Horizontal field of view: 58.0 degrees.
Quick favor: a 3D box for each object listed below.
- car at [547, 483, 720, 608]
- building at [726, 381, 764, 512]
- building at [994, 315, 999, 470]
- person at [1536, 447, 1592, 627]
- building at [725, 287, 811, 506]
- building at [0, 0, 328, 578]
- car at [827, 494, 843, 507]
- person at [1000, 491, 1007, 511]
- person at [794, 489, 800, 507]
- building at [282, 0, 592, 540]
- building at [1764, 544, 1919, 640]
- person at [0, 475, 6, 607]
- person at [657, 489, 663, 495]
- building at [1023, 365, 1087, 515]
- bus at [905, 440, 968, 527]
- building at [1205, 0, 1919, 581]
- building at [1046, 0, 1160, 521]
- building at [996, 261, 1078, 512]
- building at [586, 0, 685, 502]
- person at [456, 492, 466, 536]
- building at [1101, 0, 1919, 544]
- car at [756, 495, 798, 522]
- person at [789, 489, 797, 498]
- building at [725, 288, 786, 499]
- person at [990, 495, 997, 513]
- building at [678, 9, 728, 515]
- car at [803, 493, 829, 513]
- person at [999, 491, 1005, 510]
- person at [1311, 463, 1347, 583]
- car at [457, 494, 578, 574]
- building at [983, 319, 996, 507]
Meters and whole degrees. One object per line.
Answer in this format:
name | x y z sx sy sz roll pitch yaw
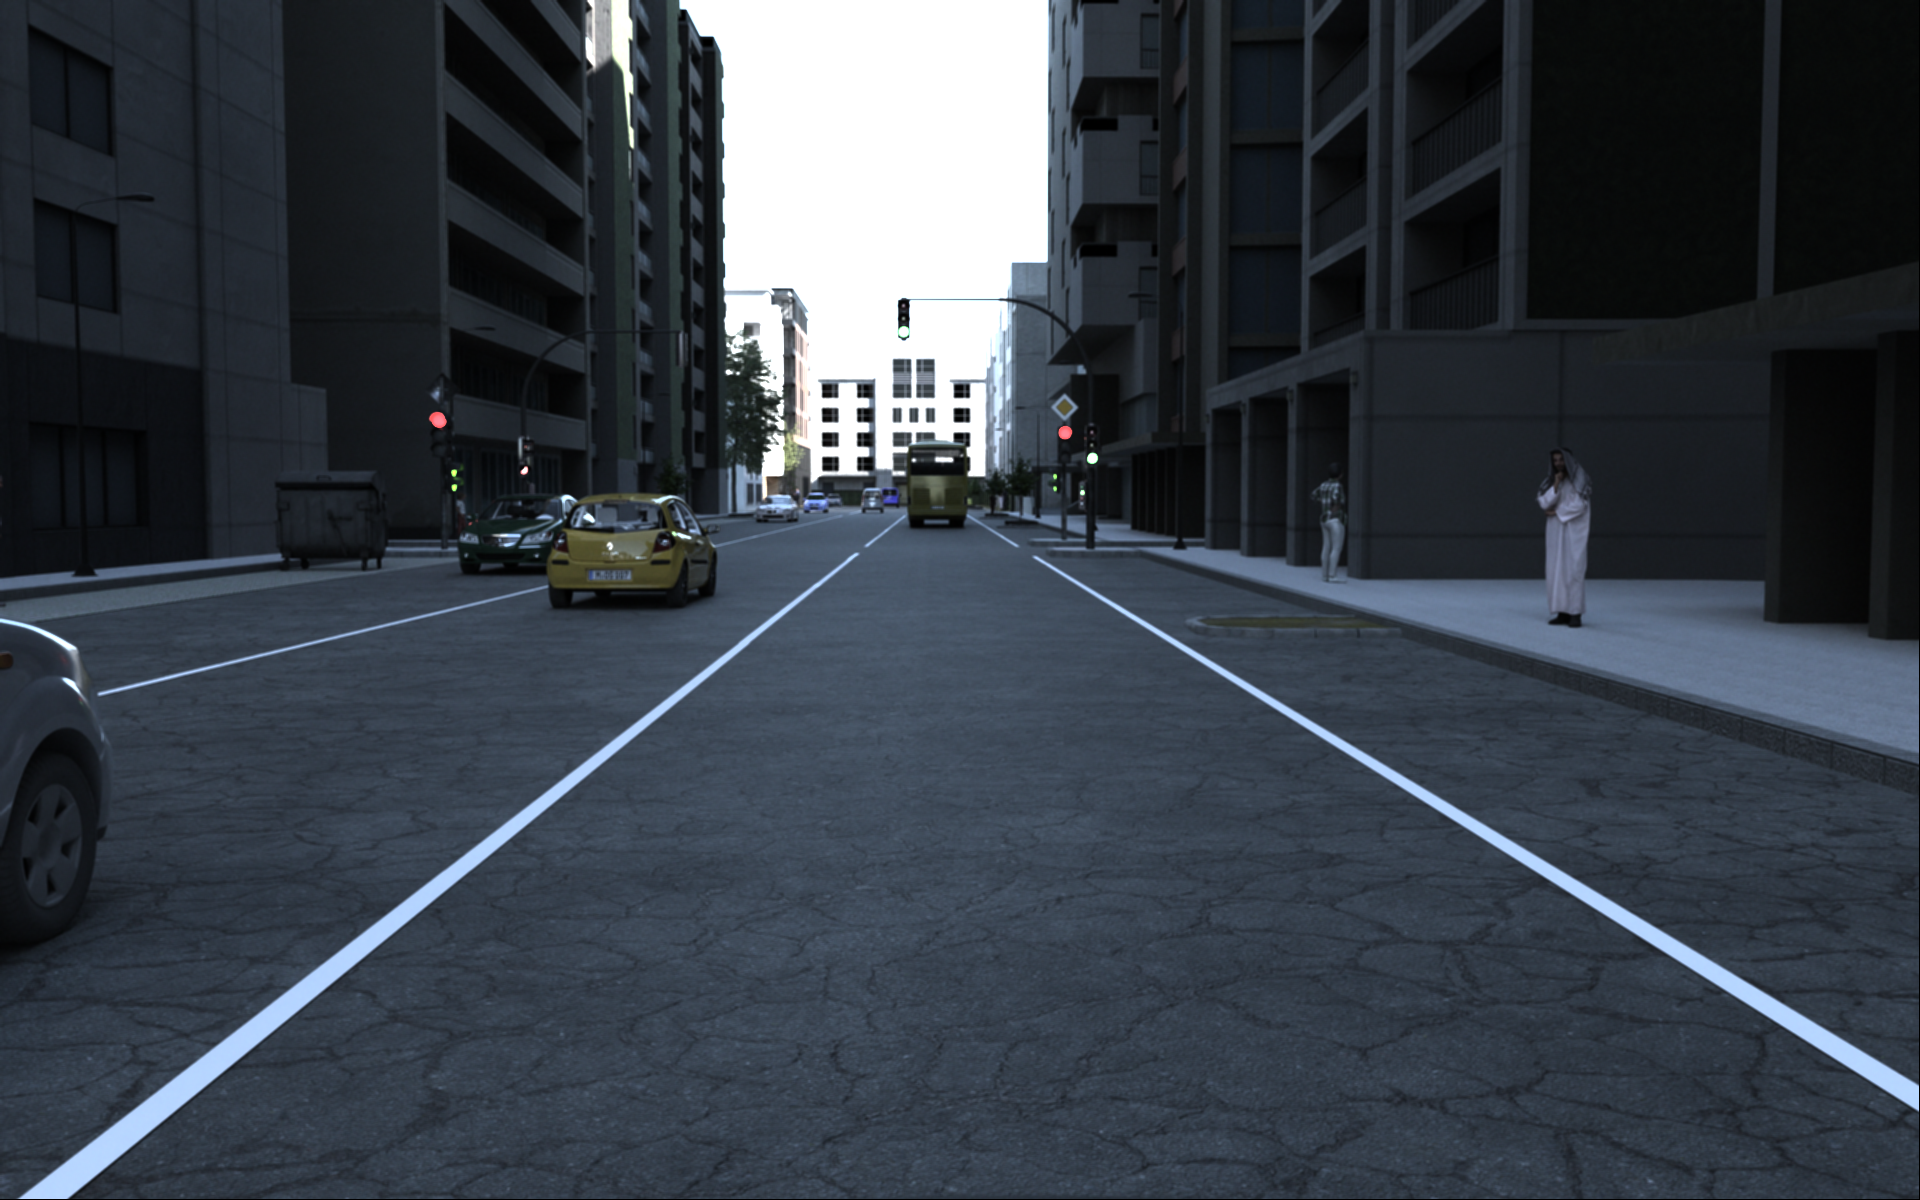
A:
car | -4.309 -0.796 23.232 2.015 1.641 3.980 0 3 0
building | -20.100 -11.967 137.802 9.099 9.664 28.070 0 4 -1
building | 11.280 -18.670 161.682 16.016 20.091 11.380 0 4 -1
person | 5.897 -0.625 16.927 0.551 1.740 0.621 2 4 31
building | -32.952 -20.855 184.948 32.646 21.610 27.936 0 4 -1
building | -24.889 -36.070 27.996 20.611 71.187 20.563 0 4 -1
car | -14.351 -11.316 197.010 2.014 1.417 4.499 0 4 1
person | 3.327 -7.681 132.071 0.568 1.767 0.683 1 4 14
person | -16.094 -10.064 170.459 0.709 1.838 0.599 3 4 38
building | -25.160 -26.505 57.060 21.300 48.544 21.600 0 4 -1
building | 17.924 -21.352 3.732 22.147 44.769 28.867 0 4 -1
person | -12.307 -0.770 22.033 0.436 1.711 0.756 0 4 -8
person | -14.780 -4.796 85.014 0.434 1.755 0.990 1 4 12
building | 20.397 -25.656 111.361 32.217 40.220 23.993 0 4 -1
bus | -1.076 -5.288 78.008 2.896 3.916 12.252 0 4 -1
building | 16.127 -36.100 28.482 20.563 71.187 20.611 0 4 -1
building | 18.529 -30.337 85.250 28.713 52.752 27.495 0 4 -1
building | 12.111 -16.751 140.337 16.747 18.905 31.486 0 4 -1
building | -22.433 -24.841 89.739 14.154 41.232 14.086 0 4 -1
person | -14.130 -2.401 49.209 0.340 1.345 0.435 -1 4 -11
building | 19.582 -24.659 57.800 28.867 44.769 22.147 0 4 -1
car | -9.434 -4.726 89.639 2.083 1.381 4.827 0 4 0
person | -15.837 -9.666 164.611 0.750 1.759 0.617 -1 4 -18
building | -24.005 -18.391 157.111 16.016 20.091 11.380 0 4 -1
person | 2.126 -6.143 111.201 0.388 1.546 0.482 3 5 44
building | -21.896 -20.333 104.148 14.160 30.474 14.107 0 4 -1
car | -11.073 -7.569 133.344 1.945 1.707 3.694 0 4 0
person | 3.395 -8.175 140.372 0.551 1.740 0.621 -1 4 -10
person | 5.417 -1.130 25.239 0.376 1.734 0.841 0 4 -8
car | -8.071 -1.279 32.717 2.131 1.459 4.920 0 3 0
building | 11.513 -19.412 183.836 16.747 18.905 31.486 0 4 -1
